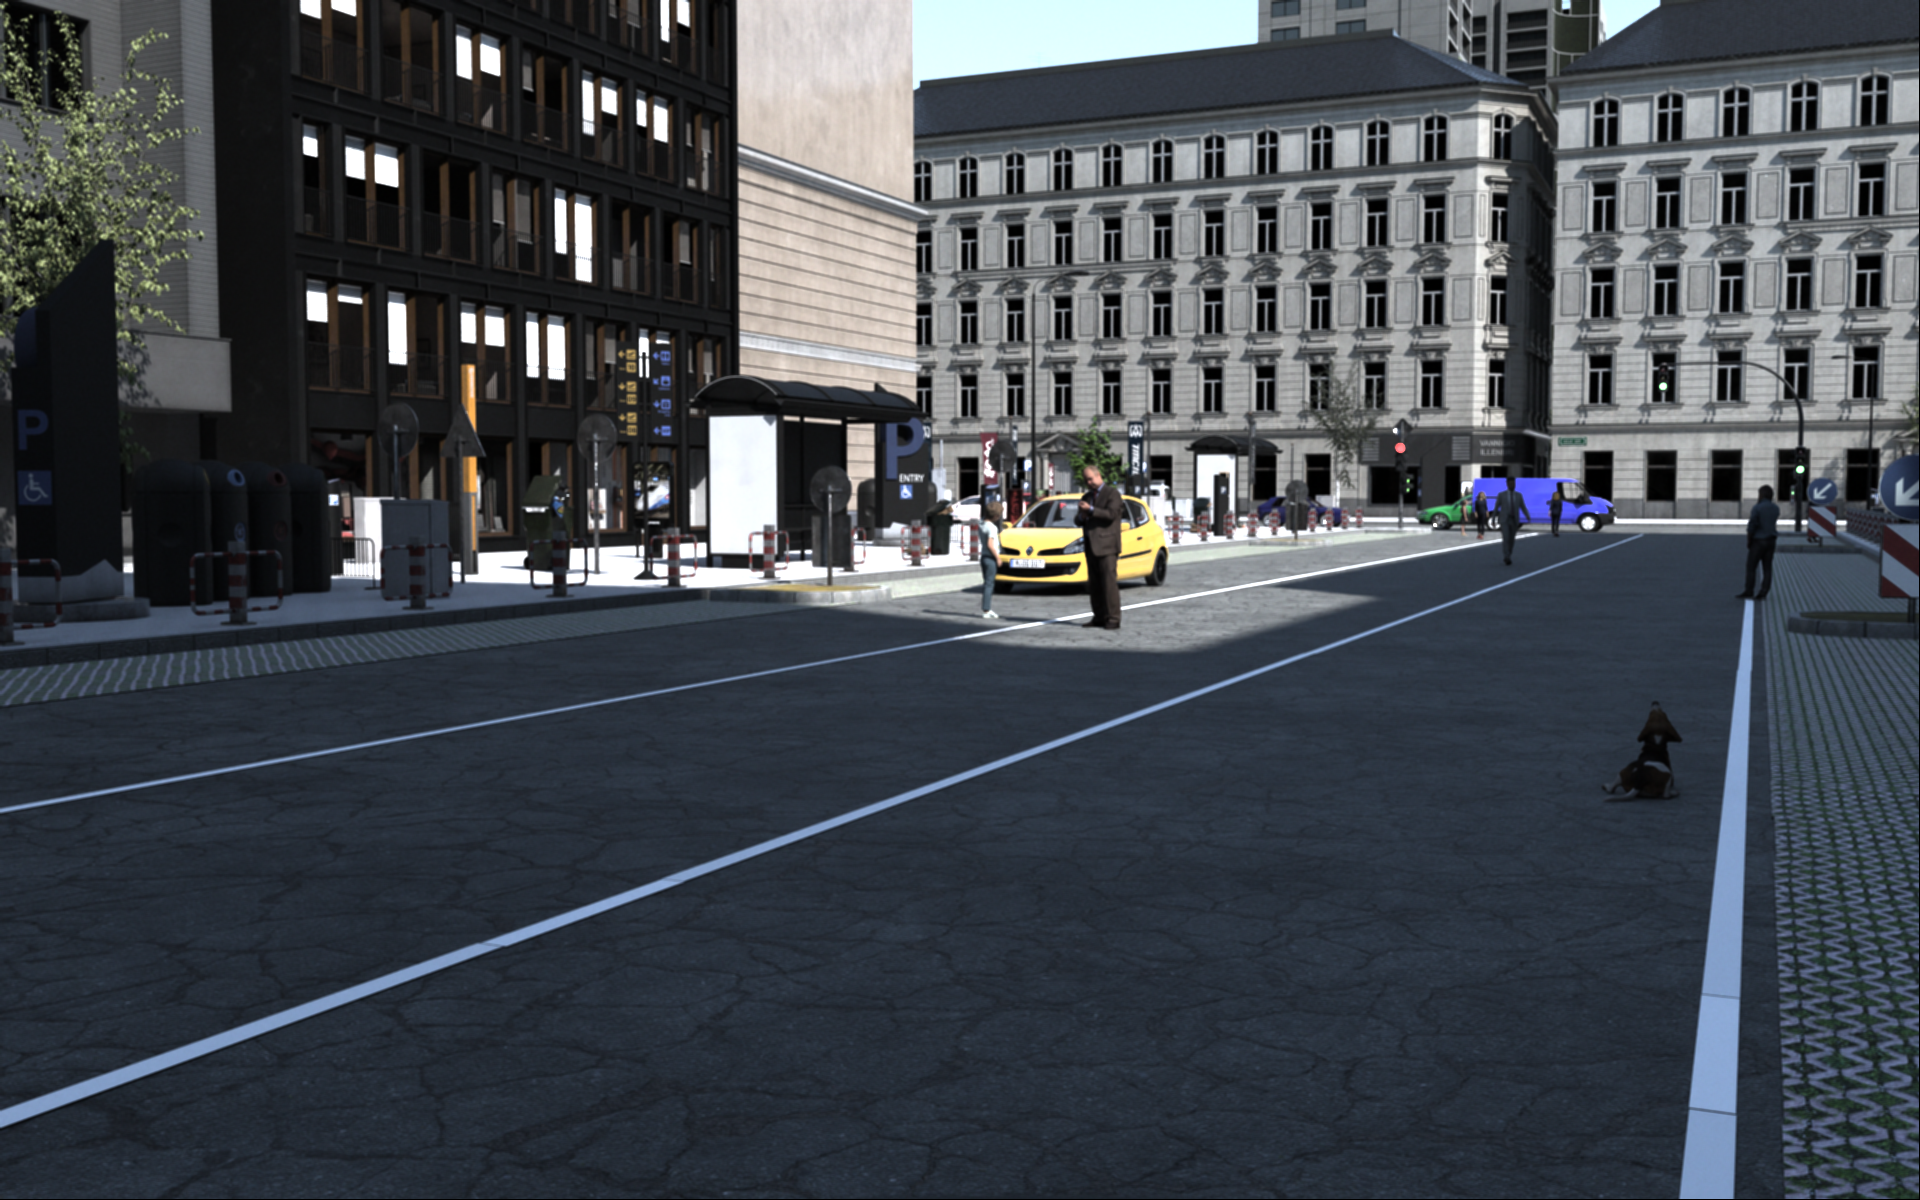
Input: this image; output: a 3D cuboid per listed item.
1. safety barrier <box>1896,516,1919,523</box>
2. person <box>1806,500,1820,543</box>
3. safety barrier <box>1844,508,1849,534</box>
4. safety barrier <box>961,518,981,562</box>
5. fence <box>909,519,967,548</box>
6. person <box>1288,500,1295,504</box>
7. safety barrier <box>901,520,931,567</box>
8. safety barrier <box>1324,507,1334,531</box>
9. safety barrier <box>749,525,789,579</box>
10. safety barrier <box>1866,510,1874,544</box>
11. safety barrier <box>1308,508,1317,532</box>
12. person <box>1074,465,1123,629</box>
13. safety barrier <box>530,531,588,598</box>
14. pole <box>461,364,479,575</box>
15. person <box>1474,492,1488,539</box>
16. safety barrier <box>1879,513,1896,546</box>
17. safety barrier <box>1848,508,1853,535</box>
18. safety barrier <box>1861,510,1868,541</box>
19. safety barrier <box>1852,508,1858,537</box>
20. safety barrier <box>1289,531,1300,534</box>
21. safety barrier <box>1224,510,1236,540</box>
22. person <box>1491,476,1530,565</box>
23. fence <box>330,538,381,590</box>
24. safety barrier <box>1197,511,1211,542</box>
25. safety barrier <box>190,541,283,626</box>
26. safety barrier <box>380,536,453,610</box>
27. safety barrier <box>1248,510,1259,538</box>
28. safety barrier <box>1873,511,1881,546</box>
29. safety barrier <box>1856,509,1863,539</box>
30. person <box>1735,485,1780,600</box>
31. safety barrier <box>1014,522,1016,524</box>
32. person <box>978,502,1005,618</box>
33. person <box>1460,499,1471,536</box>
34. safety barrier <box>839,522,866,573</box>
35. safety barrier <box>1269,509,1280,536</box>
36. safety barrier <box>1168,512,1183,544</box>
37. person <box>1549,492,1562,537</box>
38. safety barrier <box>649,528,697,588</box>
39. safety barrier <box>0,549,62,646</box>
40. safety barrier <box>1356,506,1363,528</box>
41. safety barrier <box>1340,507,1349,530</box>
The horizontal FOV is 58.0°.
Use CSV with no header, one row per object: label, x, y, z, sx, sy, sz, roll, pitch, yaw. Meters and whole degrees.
safety barrier,19.505,-1.306,35.625,0.300,0.817,1.120,2,4,25
person,25.072,-2.432,50.813,0.480,1.512,0.613,2,4,34
safety barrier,28.938,-2.560,56.137,0.300,0.817,1.120,2,4,25
safety barrier,0.271,-1.143,32.968,0.300,0.817,1.120,2,4,25
fence,-0.559,-1.530,40.385,0.278,0.683,2.069,3,4,37
person,14.076,-3.955,73.338,0.466,1.800,0.511,-1,4,-21
safety barrier,-0.776,-1.004,30.692,0.300,0.817,1.120,2,4,25
safety barrier,12.874,-2.819,60.360,0.300,0.817,1.120,2,4,25
safety barrier,-2.875,-0.724,26.118,0.300,0.817,1.120,2,4,25
safety barrier,23.699,-1.864,44.746,0.300,0.817,1.120,2,4,25
safety barrier,11.824,-2.679,58.076,0.300,0.817,1.120,2,4,25
person,1.466,-0.571,18.516,0.565,1.739,0.600,1,4,23
safety barrier,-4.982,-0.445,21.543,0.300,0.817,1.120,2,4,25
pole,-7.751,-2.052,27.387,0.158,3.312,0.155,0,3,0
person,16.654,-2.715,55.432,0.480,1.512,0.613,0,4,-4
safety barrier,21.606,-1.585,40.186,0.300,0.817,1.120,2,4,25
safety barrier,27.896,-2.421,53.859,0.300,0.817,1.120,2,4,25
safety barrier,24.749,-2.003,47.029,0.300,0.817,1.120,2,4,25
safety barrier,26.848,-2.282,51.583,0.300,0.817,1.120,2,4,25
safety barrier,10.778,-2.540,55.800,0.300,0.817,1.120,2,4,25
safety barrier,7.630,-2.121,48.954,0.300,0.817,1.120,2,4,25
person,11.164,-1.614,35.161,0.678,1.792,0.850,0,4,0
fence,-8.813,-0.512,23.750,2.069,0.683,0.278,2,4,23
safety barrier,6.580,-1.981,46.671,0.300,0.817,1.120,2,4,25
safety barrier,-7.080,-0.165,16.975,0.300,0.817,1.120,2,4,25
safety barrier,-6.033,-0.305,19.257,0.300,0.817,1.120,2,4,25
safety barrier,8.677,-2.260,51.233,0.300,0.817,1.120,2,4,25
safety barrier,22.654,-1.724,42.463,0.300,0.817,1.120,2,4,25
safety barrier,25.796,-2.142,49.305,0.300,0.817,1.120,2,4,25
person,10.764,-0.771,23.311,0.499,1.552,0.429,1,4,10
safety barrier,1.319,-1.282,35.243,0.300,0.817,1.120,2,4,25
person,0.362,-0.469,20.071,0.340,1.345,0.435,-2,4,-32
person,17.407,-2.843,59.655,0.373,1.253,0.362,2,4,25
safety barrier,-1.819,-0.865,28.414,0.300,0.817,1.120,2,4,25
safety barrier,9.723,-2.400,53.511,0.300,0.817,1.120,2,4,25
safety barrier,5.531,-1.842,44.393,0.300,0.817,1.120,2,4,25
person,20.051,-2.886,58.231,0.480,1.512,0.613,0,4,-4
safety barrier,-3.935,-0.584,23.820,0.300,0.817,1.120,2,4,25
safety barrier,-8.130,-0.026,14.700,0.300,0.817,1.120,2,4,25
safety barrier,14.970,-3.097,64.919,0.300,0.817,1.120,2,4,25
safety barrier,13.921,-2.958,62.635,0.300,0.817,1.120,2,4,25
